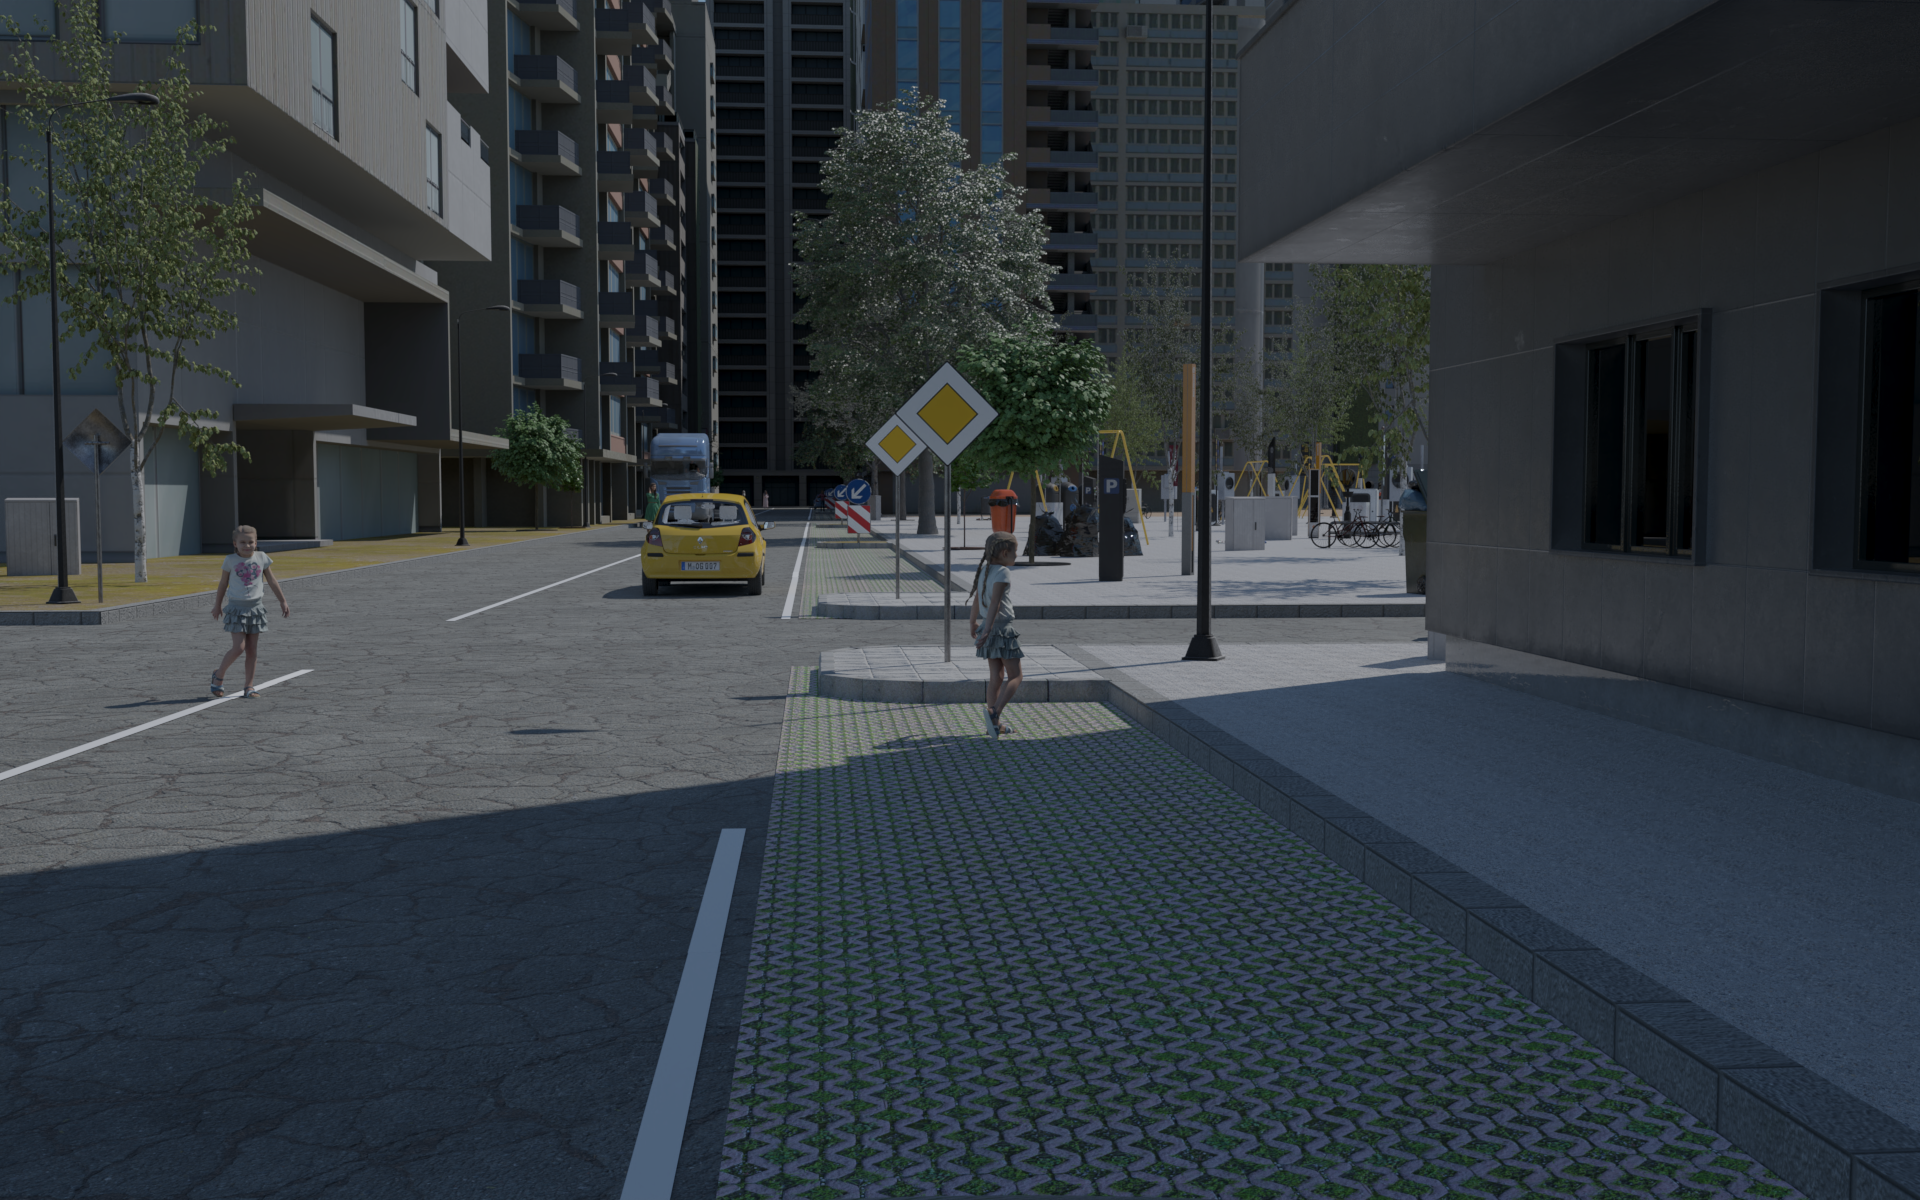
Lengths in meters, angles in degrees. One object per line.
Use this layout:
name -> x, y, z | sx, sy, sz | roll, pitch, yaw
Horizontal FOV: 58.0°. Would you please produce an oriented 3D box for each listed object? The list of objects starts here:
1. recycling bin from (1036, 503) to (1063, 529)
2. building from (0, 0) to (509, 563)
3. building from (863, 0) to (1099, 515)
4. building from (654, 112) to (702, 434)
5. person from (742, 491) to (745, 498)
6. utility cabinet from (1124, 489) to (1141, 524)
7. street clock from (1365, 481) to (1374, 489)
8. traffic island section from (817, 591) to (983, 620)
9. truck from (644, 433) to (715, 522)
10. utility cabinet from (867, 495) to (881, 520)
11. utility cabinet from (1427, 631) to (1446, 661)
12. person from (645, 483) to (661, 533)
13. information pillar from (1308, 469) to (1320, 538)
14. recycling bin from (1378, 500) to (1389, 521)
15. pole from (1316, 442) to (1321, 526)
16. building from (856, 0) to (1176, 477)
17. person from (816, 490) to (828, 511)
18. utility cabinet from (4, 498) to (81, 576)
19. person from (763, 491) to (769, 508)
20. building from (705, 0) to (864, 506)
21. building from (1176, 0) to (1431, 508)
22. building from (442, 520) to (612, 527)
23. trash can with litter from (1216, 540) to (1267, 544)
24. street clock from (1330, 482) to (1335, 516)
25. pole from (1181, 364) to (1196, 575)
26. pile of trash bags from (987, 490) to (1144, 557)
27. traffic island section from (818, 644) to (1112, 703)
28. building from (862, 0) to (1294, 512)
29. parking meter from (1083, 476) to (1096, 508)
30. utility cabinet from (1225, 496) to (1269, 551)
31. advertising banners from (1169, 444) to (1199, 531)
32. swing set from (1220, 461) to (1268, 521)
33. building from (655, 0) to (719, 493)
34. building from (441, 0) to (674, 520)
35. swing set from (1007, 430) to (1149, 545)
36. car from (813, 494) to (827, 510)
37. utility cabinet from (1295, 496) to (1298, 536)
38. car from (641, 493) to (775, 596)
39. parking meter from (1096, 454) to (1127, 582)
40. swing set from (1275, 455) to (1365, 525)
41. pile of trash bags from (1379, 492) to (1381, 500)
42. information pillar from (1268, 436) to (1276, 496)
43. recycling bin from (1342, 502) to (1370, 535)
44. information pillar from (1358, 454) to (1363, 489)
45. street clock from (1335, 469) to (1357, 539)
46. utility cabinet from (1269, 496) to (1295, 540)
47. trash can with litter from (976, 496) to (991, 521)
recycling bin -> 2.583, -2.367, 51.251 | 0.722, 1.027, 0.722 | 2, 4, 28
building -> -27.288, -27.689, 41.949 | 28.713, 52.752, 27.495 | 0, 4, -5
building -> 0.905, -28.353, 113.676 | 14.600, 45.320, 14.200 | 0, 4, -5
building -> -27.086, -21.962, 130.782 | 14.160, 30.474, 14.107 | 0, 4, -5
person -> -20.908, -9.632, 166.710 | 0.721, 1.736, 1.217 | -1, 4, -12
utility cabinet -> 7.197, -4.028, 74.534 | 1.173, 1.500, 0.318 | 2, 4, 28
street clock -> 22.859, -5.634, 96.687 | 0.358, 2.002, 0.471 | -3, 4, -37
traffic island section -> -0.742, 0.066, 21.197 | 2.009, 0.180, 2.903 | 0, 4, -5
truck -> -12.857, -5.681, 82.639 | 2.967, 4.110, 18.799 | 0, 4, -5
utility cabinet -> -4.196, -4.499, 84.718 | 0.306, 1.237, 1.020 | -2, 4, -27
utility cabinet -> 4.044, -0.156, 13.714 | 0.306, 1.237, 1.020 | 3, 5, 39
person -> -10.073, -2.940, 56.813 | 0.600, 1.795, 0.529 | -3, 5, -45
information pillar -> 10.254, -2.796, 50.204 | 0.304, 2.012, 0.304 | 0, 4, 6
recycling bin -> 19.179, -4.061, 78.954 | 0.722, 1.027, 0.722 | 1, 4, 16
pole -> 14.162, -4.564, 68.472 | 0.158, 3.312, 0.155 | 0, 3, 0
building -> 4.253, -34.834, 158.778 | 28.713, 52.752, 27.495 | 0, 4, -5
person -> -11.239, -8.117, 141.928 | 1.217, 1.743, 0.721 | -1, 4, -22
utility cabinet -> -14.514, -0.994, 27.420 | 1.020, 1.237, 0.306 | -1, 4, -21
person -> -19.262, -9.944, 171.752 | 0.621, 1.740, 0.551 | 1, 4, 23
building -> -16.680, -45.888, 188.527 | 20.611, 71.187, 20.563 | 0, 4, -5
building -> 35.160, -38.062, 164.318 | 28.212, 58.520, 21.231 | 0, 4, -5
building -> -25.525, -25.930, 78.579 | 22.147, 44.769, 28.867 | 0, 4, -5
trash can with litter -> 7.187, -2.093, 45.277 | 1.678, 1.210, 2.233 | 2, 4, 30
street clock -> 21.100, -5.695, 97.680 | 0.358, 2.002, 0.471 | -1, 4, -20
pole -> 3.601, -2.045, 27.279 | 0.158, 3.312, 0.155 | 0, 3, 0
pile of trash bags -> 2.017, -1.584, 35.651 | 3.447, 1.369, 1.912 | -3, 4, -37
traffic island section -> -0.075, 0.553, 13.239 | 2.009, 0.180, 2.903 | 0, 4, -5
building -> 8.671, -27.021, 133.666 | 32.217, 40.220, 23.993 | 0, 4, -5
parking meter -> 4.195, -3.062, 55.773 | 0.399, 1.863, 0.255 | 2, 4, 32
utility cabinet -> 6.496, -1.728, 39.418 | 1.020, 1.237, 0.306 | -3, 4, -36
advertising banners -> 7.953, -3.941, 60.621 | 0.090, 3.025, 2.074 | -2, 4, -31
swing set -> 14.120, -5.169, 82.138 | 2.862, 2.851, 3.119 | 0, 4, -7
building -> -33.484, -32.728, 158.803 | 21.600, 48.544, 21.300 | 0, 4, -5
building -> -29.633, -27.767, 108.611 | 22.147, 44.769, 28.867 | 0, 4, -5
swing set -> 2.687, -2.800, 43.402 | 3.119, 2.851, 2.862 | 3, 4, 36
car -> -12.505, -8.970, 158.653 | 2.014, 1.417, 4.499 | 0, 4, -5
utility cabinet -> 10.191, -2.611, 53.850 | 0.306, 1.237, 1.020 | -1, 4, -8
car -> -3.780, -0.959, 25.897 | 2.015, 1.641, 3.980 | 0, 4, -5
parking meter -> 2.248, -1.209, 25.482 | 0.399, 1.863, 0.255 | 1, 4, 9
swing set -> 14.667, -4.487, 70.983 | 2.862, 2.851, 3.119 | 0, 4, -3
pile of trash bags -> 23.564, -4.949, 90.663 | 3.447, 1.369, 1.912 | 2, 4, 24
information pillar -> 12.685, -4.840, 70.496 | 0.183, 3.616, 0.504 | -1, 4, -18
recycling bin -> 12.153, -2.485, 53.176 | 0.722, 1.027, 0.722 | 1, 4, 22
information pillar -> 20.999, -6.089, 90.913 | 0.183, 3.616, 0.504 | 0, 4, -3
street clock -> 11.150, -2.767, 49.809 | 0.471, 2.002, 0.358 | 2, 4, 28
utility cabinet -> 8.736, -2.270, 48.277 | 1.020, 1.237, 0.306 | 1, 4, 15
trash can with litter -> 1.661, -4.483, 84.354 | 2.233, 1.210, 1.678 | -2, 4, -27
